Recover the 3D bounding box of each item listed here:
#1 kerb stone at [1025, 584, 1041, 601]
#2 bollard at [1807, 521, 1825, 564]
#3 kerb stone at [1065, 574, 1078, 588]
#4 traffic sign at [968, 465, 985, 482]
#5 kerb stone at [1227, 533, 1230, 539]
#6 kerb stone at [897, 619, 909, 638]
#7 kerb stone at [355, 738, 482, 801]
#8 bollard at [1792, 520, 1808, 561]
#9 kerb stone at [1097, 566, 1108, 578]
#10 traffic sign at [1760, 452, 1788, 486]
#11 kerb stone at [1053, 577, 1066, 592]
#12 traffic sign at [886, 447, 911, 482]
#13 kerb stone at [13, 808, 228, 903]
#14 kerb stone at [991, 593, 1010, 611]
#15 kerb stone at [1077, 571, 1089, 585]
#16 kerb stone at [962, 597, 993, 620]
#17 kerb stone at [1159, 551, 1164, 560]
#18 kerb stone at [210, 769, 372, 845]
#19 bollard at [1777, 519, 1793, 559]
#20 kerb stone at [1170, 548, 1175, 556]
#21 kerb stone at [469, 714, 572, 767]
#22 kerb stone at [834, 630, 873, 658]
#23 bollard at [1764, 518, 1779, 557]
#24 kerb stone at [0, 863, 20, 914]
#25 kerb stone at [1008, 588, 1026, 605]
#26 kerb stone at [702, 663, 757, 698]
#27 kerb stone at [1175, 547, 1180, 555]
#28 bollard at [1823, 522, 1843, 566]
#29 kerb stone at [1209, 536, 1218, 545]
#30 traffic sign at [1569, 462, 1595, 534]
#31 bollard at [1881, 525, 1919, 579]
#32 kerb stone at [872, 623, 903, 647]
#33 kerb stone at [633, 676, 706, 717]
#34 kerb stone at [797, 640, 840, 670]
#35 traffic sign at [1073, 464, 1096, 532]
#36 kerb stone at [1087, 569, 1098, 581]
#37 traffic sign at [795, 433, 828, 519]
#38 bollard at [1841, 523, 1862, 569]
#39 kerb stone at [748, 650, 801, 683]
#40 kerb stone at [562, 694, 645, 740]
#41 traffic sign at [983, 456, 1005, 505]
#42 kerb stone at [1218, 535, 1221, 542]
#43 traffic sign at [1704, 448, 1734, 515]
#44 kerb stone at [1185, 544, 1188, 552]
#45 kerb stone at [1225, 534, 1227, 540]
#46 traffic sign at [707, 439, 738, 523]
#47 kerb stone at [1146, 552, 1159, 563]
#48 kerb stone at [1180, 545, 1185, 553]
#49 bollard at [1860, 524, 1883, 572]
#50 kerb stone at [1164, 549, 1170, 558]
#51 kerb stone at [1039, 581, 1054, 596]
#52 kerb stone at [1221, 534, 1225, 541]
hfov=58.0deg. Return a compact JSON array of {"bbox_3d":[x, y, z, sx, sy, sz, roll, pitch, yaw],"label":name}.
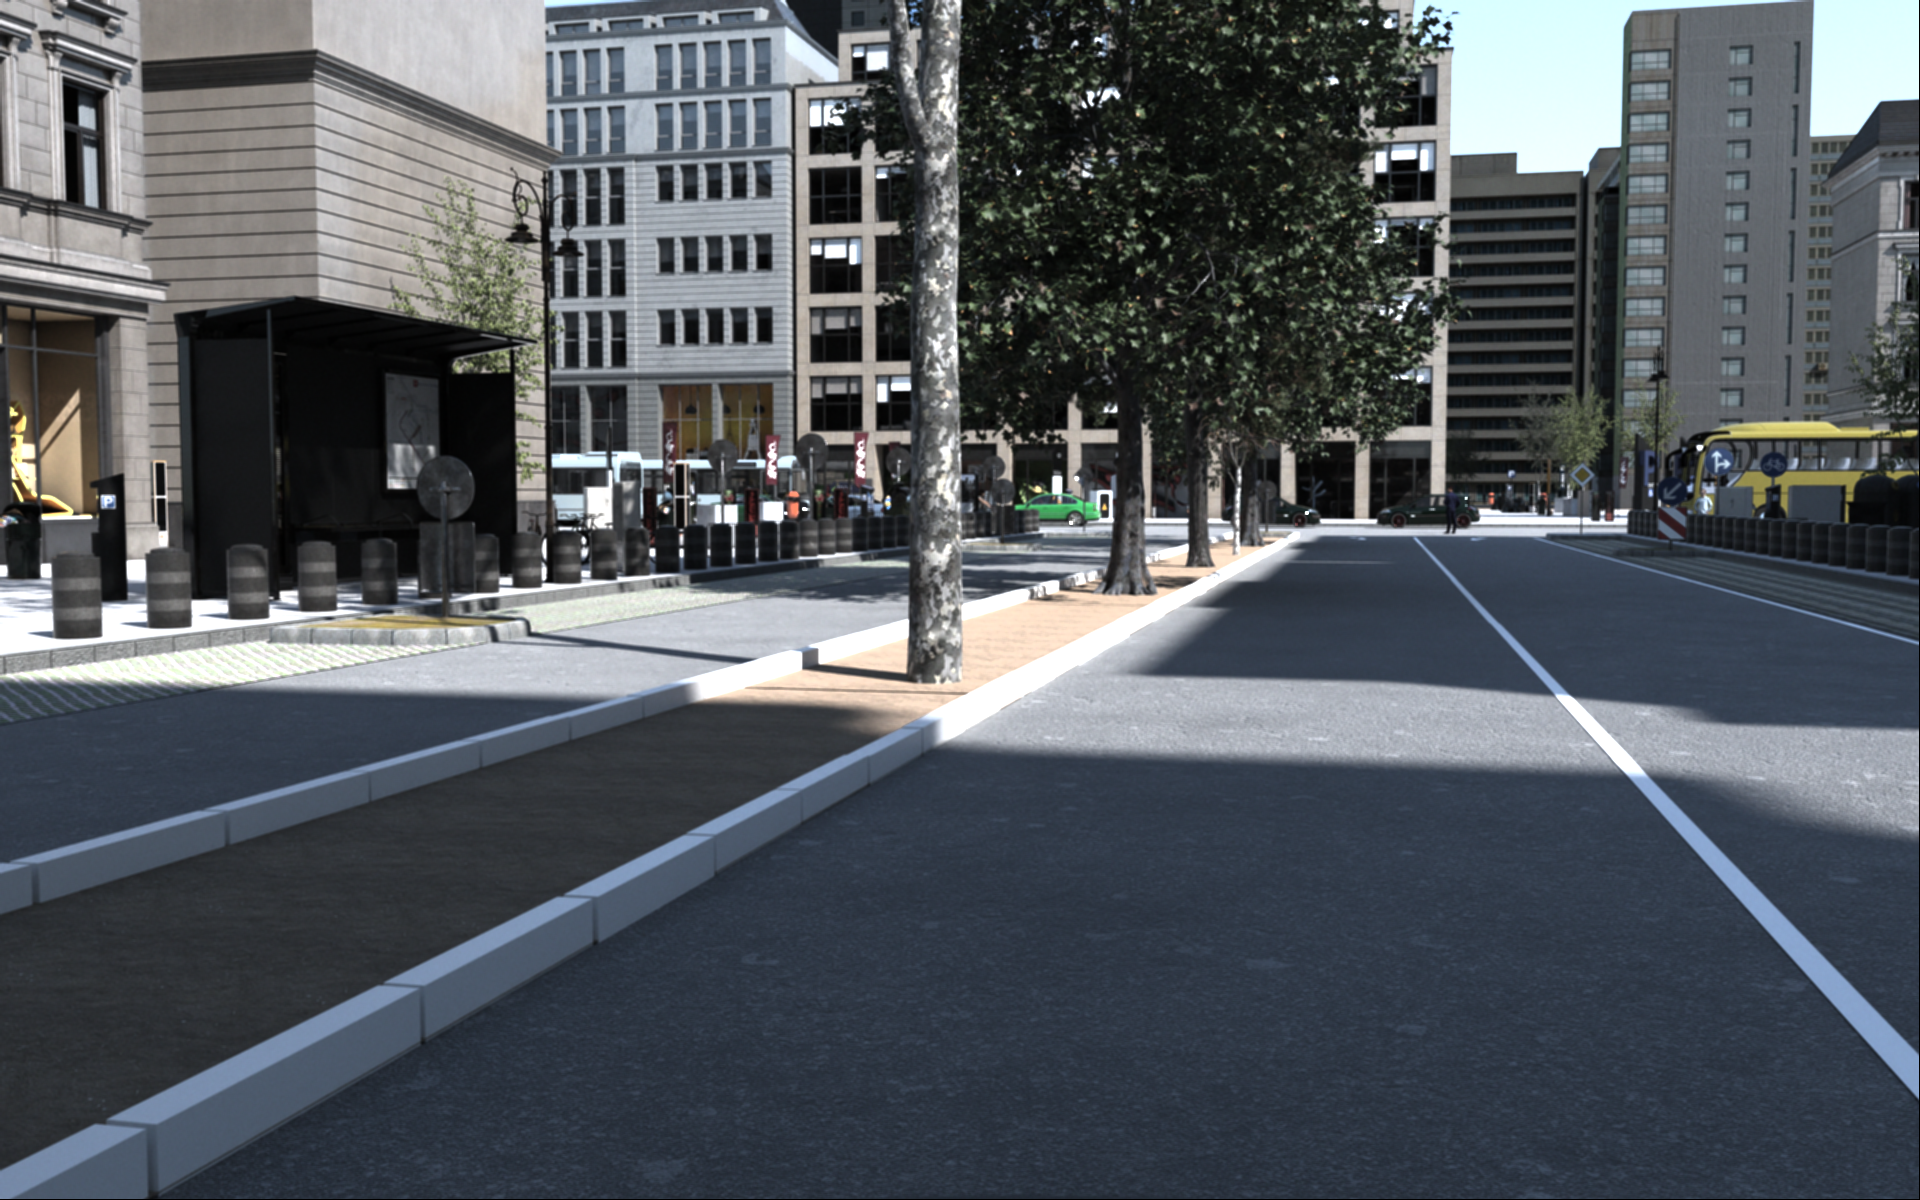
[{"bbox_3d":[0.909,-0.078,23.478,0.120,0.150,1.000,1,4,13],"label":"kerb stone"},{"bbox_3d":[16.003,-1.061,32.070,0.404,0.777,0.398,0,3,0],"label":"bollard"},{"bbox_3d":[1.626,-0.261,26.481,0.120,0.150,1.000,1,4,13],"label":"kerb stone"},{"bbox_3d":[0.567,-3.570,60.502,0.606,2.300,0.079,1,4,17],"label":"traffic sign"},{"bbox_3d":[8.301,-1.966,54.435,0.120,0.150,1.000,1,4,13],"label":"kerb stone"},{"bbox_3d":[-0.519,0.287,17.496,0.120,0.150,1.000,1,4,13],"label":"kerb stone"},{"bbox_3d":[-2.669,0.837,8.519,0.120,0.150,1.000,1,4,13],"label":"kerb stone"},{"bbox_3d":[16.283,-1.133,33.240,0.404,0.777,0.398,0,3,0],"label":"bollard"},{"bbox_3d":[2.337,-0.445,29.471,0.120,0.150,1.000,1,4,13],"label":"kerb stone"},{"bbox_3d":[24.607,-3.201,52.436,0.768,2.556,0.104,1,4,17],"label":"traffic sign"},{"bbox_3d":[1.382,-0.201,25.483,0.120,0.150,1.000,1,4,13],"label":"kerb stone"},{"bbox_3d":[-1.687,-2.891,47.381,0.768,2.556,0.104,1,4,22],"label":"traffic sign"},{"bbox_3d":[-3.142,0.959,6.520,0.120,0.150,1.000,1,4,13],"label":"kerb stone"},{"bbox_3d":[0.434,0.043,21.485,0.120,0.150,1.000,1,4,13],"label":"kerb stone"},{"bbox_3d":[1.863,-0.323,27.478,0.120,0.150,1.000,1,4,13],"label":"kerb stone"},{"bbox_3d":[0.194,0.105,20.489,0.120,0.150,1.000,1,4,13],"label":"kerb stone"},{"bbox_3d":[4.242,-0.933,37.452,0.120,0.150,1.000,1,4,13],"label":"kerb stone"},{"bbox_3d":[-2.903,0.898,7.522,0.120,0.150,1.000,1,4,13],"label":"kerb stone"},{"bbox_3d":[16.561,-1.205,34.417,0.404,0.777,0.398,0,3,0],"label":"bollard"},{"bbox_3d":[4.727,-1.053,39.444,0.120,0.150,1.000,1,4,13],"label":"kerb stone"},{"bbox_3d":[-2.431,0.776,9.520,0.120,0.150,1.000,1,4,13],"label":"kerb stone"},{"bbox_3d":[-0.997,0.409,15.504,0.120,0.150,1.000,1,4,13],"label":"kerb stone"},{"bbox_3d":[16.844,-1.276,35.585,0.404,0.777,0.398,0,3,0],"label":"bollard"},{"bbox_3d":[-3.388,1.020,5.525,0.120,0.150,1.000,1,4,13],"label":"kerb stone"},{"bbox_3d":[0.671,-0.017,22.482,0.120,0.150,1.000,1,4,13],"label":"kerb stone"},{"bbox_3d":[-1.714,0.596,12.516,0.120,0.150,1.000,1,4,13],"label":"kerb stone"},{"bbox_3d":[4.958,-1.116,40.442,0.120,0.150,1.000,1,4,13],"label":"kerb stone"},{"bbox_3d":[15.726,-0.990,30.901,0.404,0.777,0.398,0,3,0],"label":"bollard"},{"bbox_3d":[7.347,-1.727,50.433,0.120,0.150,1.000,1,4,13],"label":"kerb stone"},{"bbox_3d":[19.776,-3.147,55.094,0.795,2.450,0.064,1,4,13],"label":"traffic sign"},{"bbox_3d":[14.886,-0.775,27.389,0.404,0.777,0.398,0,3,0],"label":"bollard"},{"bbox_3d":[-0.760,0.351,16.500,0.120,0.150,1.000,1,4,13],"label":"kerb stone"},{"bbox_3d":[-1.950,0.653,11.518,0.120,0.150,1.000,1,4,13],"label":"kerb stone"},{"bbox_3d":[-1.235,0.471,14.508,0.120,0.150,1.000,1,4,13],"label":"kerb stone"},{"bbox_3d":[4.222,-3.375,58.817,0.795,2.450,0.064,1,4,13],"label":"traffic sign"},{"bbox_3d":[2.094,-0.384,28.476,0.120,0.150,1.000,1,4,13],"label":"kerb stone"},{"bbox_3d":[-3.124,-2.214,36.311,0.768,2.556,0.104,1,4,20],"label":"traffic sign"},{"bbox_3d":[15.442,-0.918,29.728,0.404,0.777,0.398,0,3,0],"label":"bollard"},{"bbox_3d":[-1.475,0.531,13.512,0.120,0.150,1.000,1,4,13],"label":"kerb stone"},{"bbox_3d":[-2.189,0.719,10.520,0.120,0.150,1.000,1,4,13],"label":"kerb stone"},{"bbox_3d":[1.112,-3.494,57.236,0.768,2.556,0.104,1,4,16],"label":"traffic sign"},{"bbox_3d":[7.576,-1.788,51.431,0.120,0.150,1.000,1,4,13],"label":"kerb stone"},{"bbox_3d":[20.895,-2.913,47.741,0.768,2.556,0.104,1,4,18],"label":"traffic sign"},{"bbox_3d":[5.437,-1.235,42.434,0.120,0.150,1.000,1,4,13],"label":"kerb stone"},{"bbox_3d":[8.064,-1.911,53.439,0.120,0.150,1.000,1,4,13],"label":"kerb stone"},{"bbox_3d":[-5.541,-2.464,40.398,0.768,2.556,0.104,1,4,15],"label":"traffic sign"},{"bbox_3d":[4.004,-0.868,36.451,0.120,0.150,1.000,1,4,13],"label":"kerb stone"},{"bbox_3d":[5.198,-1.170,41.438,0.120,0.150,1.000,1,4,13],"label":"kerb stone"},{"bbox_3d":[15.165,-0.847,28.558,0.404,0.777,0.398,0,3,0],"label":"bollard"},{"bbox_3d":[4.483,-0.992,38.449,0.120,0.150,1.000,1,4,13],"label":"kerb stone"},{"bbox_3d":[1.150,-0.140,24.478,0.120,0.150,1.000,1,4,13],"label":"kerb stone"},{"bbox_3d":[7.829,-1.849,52.432,0.120,0.150,1.000,1,4,13],"label":"kerb stone"}]
